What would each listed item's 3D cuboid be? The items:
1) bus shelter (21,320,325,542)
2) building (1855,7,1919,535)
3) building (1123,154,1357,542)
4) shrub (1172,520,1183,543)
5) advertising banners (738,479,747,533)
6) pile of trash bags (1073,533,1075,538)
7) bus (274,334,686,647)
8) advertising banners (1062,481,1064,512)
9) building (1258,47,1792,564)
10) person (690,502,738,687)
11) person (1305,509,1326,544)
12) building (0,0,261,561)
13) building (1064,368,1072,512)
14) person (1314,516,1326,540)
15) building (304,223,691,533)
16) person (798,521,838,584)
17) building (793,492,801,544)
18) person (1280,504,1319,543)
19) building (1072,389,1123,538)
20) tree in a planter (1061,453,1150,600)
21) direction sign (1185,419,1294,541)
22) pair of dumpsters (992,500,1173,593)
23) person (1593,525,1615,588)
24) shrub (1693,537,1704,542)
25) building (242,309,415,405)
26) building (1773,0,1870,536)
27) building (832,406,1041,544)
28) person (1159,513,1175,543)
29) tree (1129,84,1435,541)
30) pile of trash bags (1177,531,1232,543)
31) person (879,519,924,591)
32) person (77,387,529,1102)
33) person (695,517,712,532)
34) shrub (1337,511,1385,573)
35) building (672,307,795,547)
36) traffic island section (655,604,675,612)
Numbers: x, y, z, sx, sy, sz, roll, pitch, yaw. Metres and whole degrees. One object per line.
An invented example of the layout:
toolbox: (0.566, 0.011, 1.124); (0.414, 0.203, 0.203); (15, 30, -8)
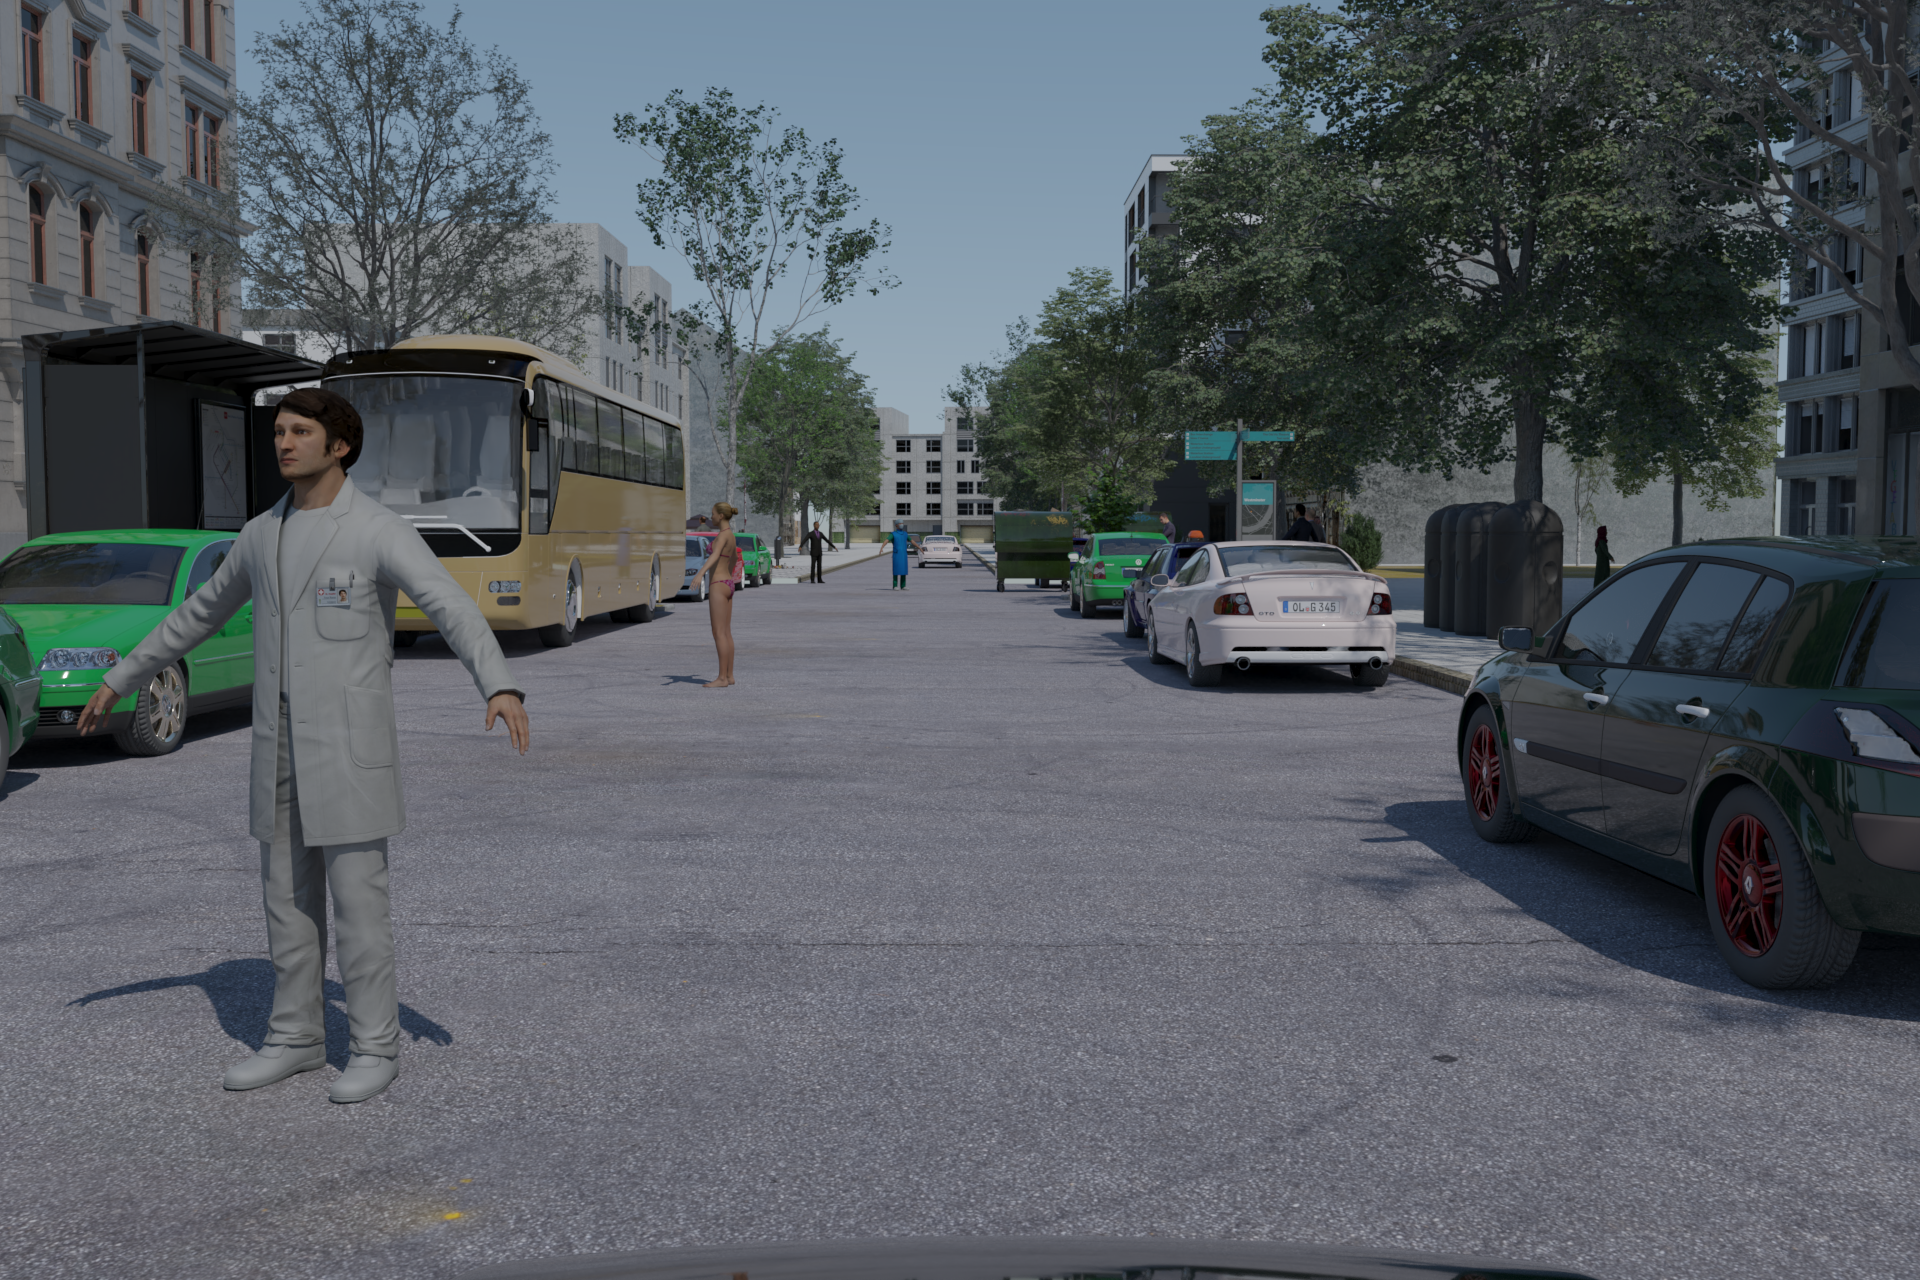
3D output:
bus shelter: (-9.561, -1.887, 22.143); (1.731, 3.624, 6.357); (0, 4, -1)
building: (27.423, -13.067, 16.846); (19.350, 26.588, 34.151); (0, 4, 0)
building: (24.043, -16.268, 109.959); (27.936, 21.610, 32.646); (0, 4, -1)
shrub: (6.596, -3.226, 57.168); (1.690, 2.028, 1.600); (0, 3, 0)
advertising banners: (-6.878, -3.588, 54.850); (0.090, 3.025, 2.074); (0, 4, -1)
pile of trash bags: (3.429, -2.653, 53.125); (1.912, 1.369, 3.447); (0, 4, -2)
bus: (-6.150, -2.056, 25.157); (2.896, 3.916, 12.252); (0, 4, 0)
advertising banners: (3.355, -3.776, 57.920); (0.090, 3.025, 2.074); (0, 4, -1)
building: (25.383, -15.367, 82.181); (19.493, 23.208, 18.063); (0, 4, -1)
person: (-2.318, -0.431, 16.311); (0.721, 1.733, 1.217); (0, 4, 7)
person: (6.569, -1.604, 32.829); (0.990, 1.755, 0.434); (-2, 4, -28)
building: (-28.308, -15.579, 42.106); (14.401, 28.519, 23.554); (0, 4, 0)
building: (24.105, -22.877, 218.016); (27.936, 21.610, 32.646); (0, 4, -1)
person: (10.184, -2.658, 49.606); (0.704, 1.811, 1.347); (-1, 4, -16)
building: (-28.799, -15.174, 114.556); (16.747, 18.905, 31.486); (0, 4, 0)
person: (-4.152, -2.542, 50.239); (1.346, 1.802, 0.704); (-3, 4, -36)
building: (-25.336, -21.872, 214.030); (16.016, 20.090, 11.380); (0, 4, -1)
person: (6.043, -1.521, 30.911); (1.345, 1.823, 0.704); (-3, 5, -41)
building: (21.773, -21.736, 186.314); (19.493, 23.208, 18.063); (0, 4, 0)
tree in a planter: (3.226, -2.490, 37.930); (1.991, 3.239, 1.994); (0, 4, -1)
direction sign: (6.486, -3.115, 39.692); (2.525, 3.948, 1.411); (0, 4, 0)
pair of dumpsters: (3.019, -2.323, 42.929); (4.436, 2.255, 1.574); (0, 4, -1)
person: (11.512, -1.326, 30.890); (0.599, 1.438, 0.989); (0, 4, 7)
shrub: (25.575, -2.973, 59.728); (1.383, 1.207, 1.383); (0, 3, 0)
building: (-27.663, -8.356, 78.773); (9.099, 9.664, 28.070); (0, 4, 0)
building: (27.984, -11.952, 42.096); (8.464, 21.280, 15.925); (0, 4, 0)
building: (-1.193, -23.114, 246.823); (31.486, 18.905, 16.747); (0, 4, 6)
person: (4.695, -2.053, 40.054); (0.568, 1.767, 0.683); (-1, 4, -11)
tree: (9.248, -8.749, 49.705); (9.857, 13.997, 8.962); (0, 3, 0)
pile of trash bags: (6.248, -2.142, 44.782); (1.912, 1.369, 3.447); (0, 4, 0)
person: (-1.517, -2.168, 44.028); (1.347, 1.817, 0.704); (-2, 4, -35)
person: (-1.671, 0.254, 4.488); (1.347, 1.806, 0.705); (1, 4, 18)
person: (-7.604, -2.743, 51.113); (0.705, 1.796, 1.348); (3, 5, 40)
shrub: (13.222, -3.257, 57.290); (1.661, 2.075, 1.752); (0, 3, 0)
building: (-27.035, -21.198, 177.520); (19.493, 23.208, 18.063); (0, 4, -1)
traffic island section: (-6.442, -0.598, 32.650); (1.991, 0.108, 1.994); (0, 4, -1)
